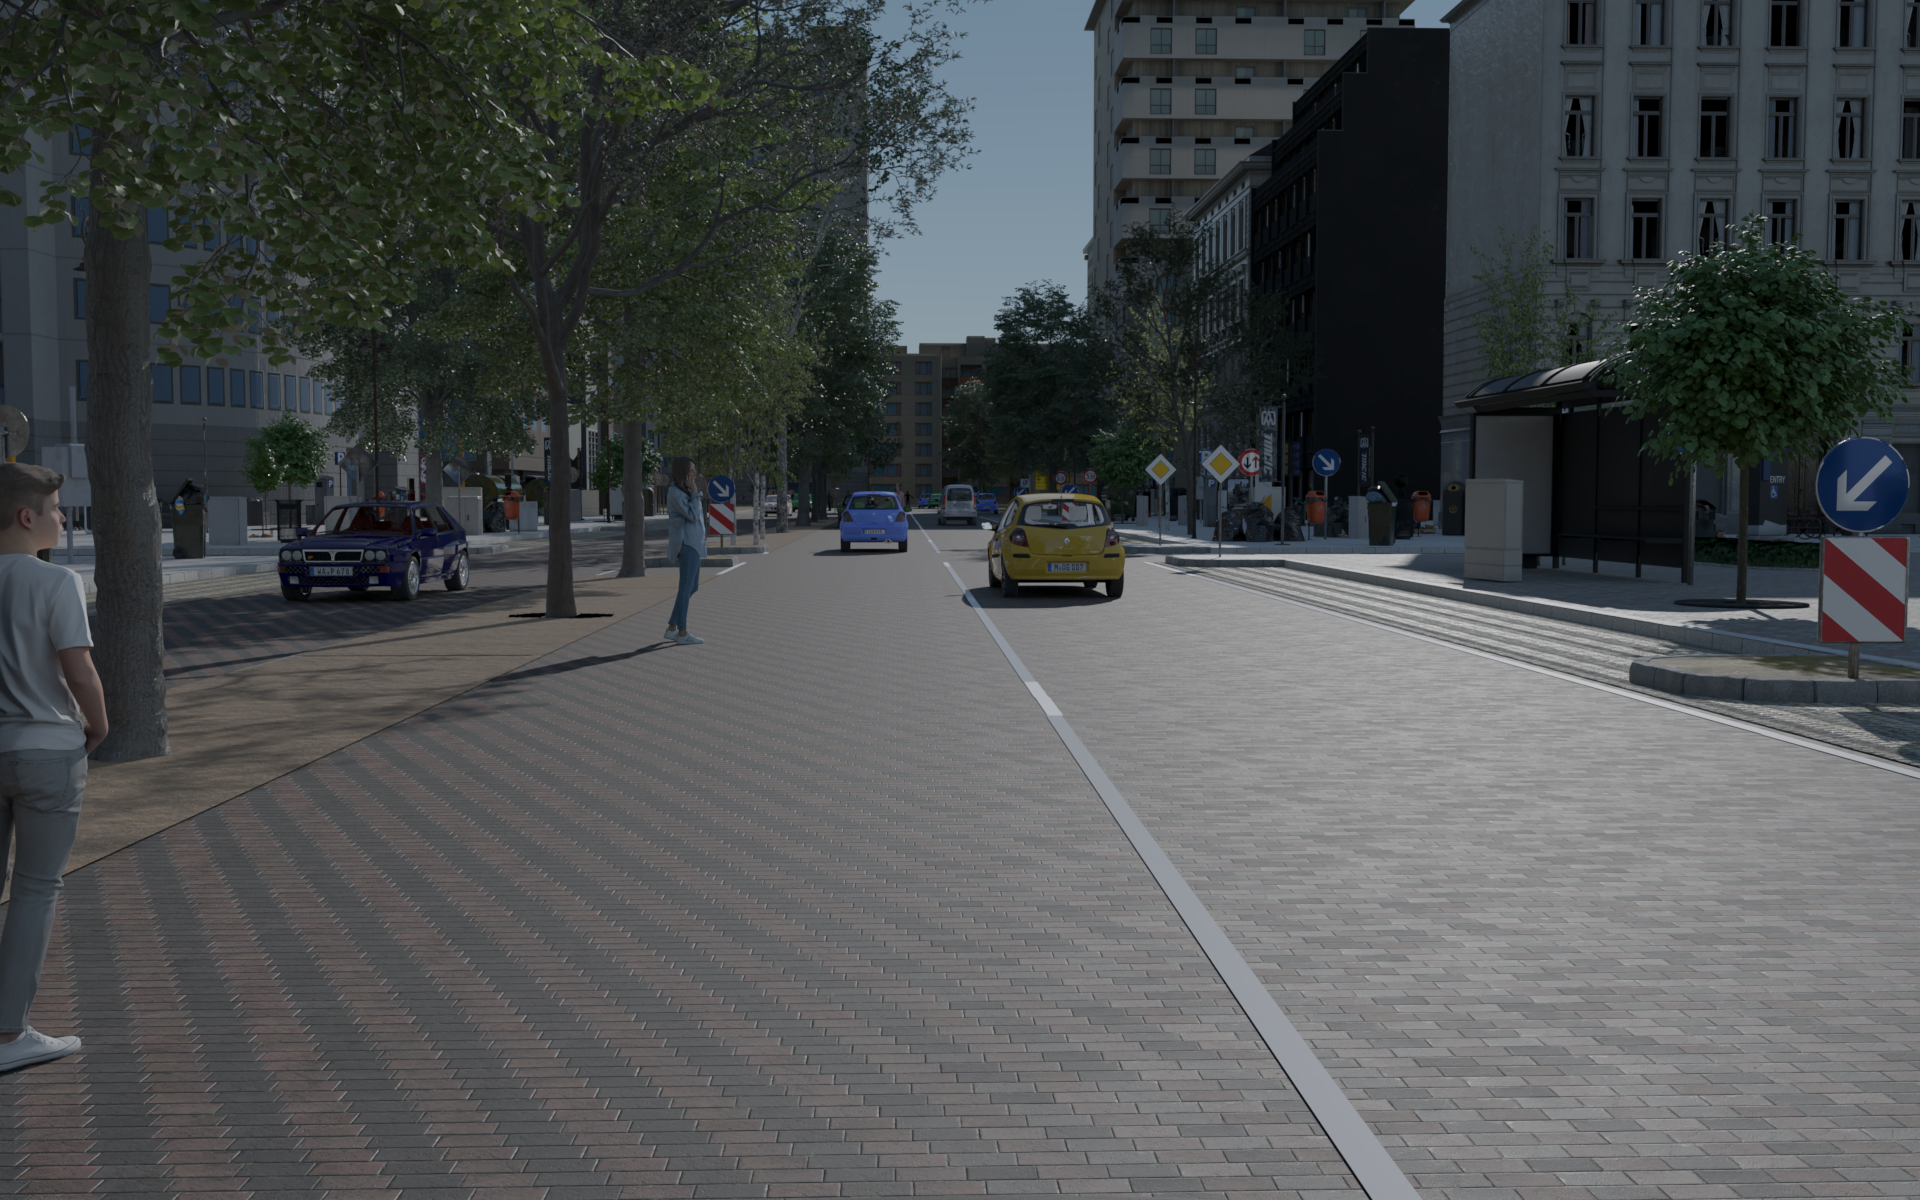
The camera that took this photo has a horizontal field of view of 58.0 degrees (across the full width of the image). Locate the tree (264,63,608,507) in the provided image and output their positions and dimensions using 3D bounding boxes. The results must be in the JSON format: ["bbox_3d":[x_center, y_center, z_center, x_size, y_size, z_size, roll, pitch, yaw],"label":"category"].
[{"bbox_3d":[-15.286,-8.795,50.460,9.857,13.997,8.962,0,3,0],"label":"tree"}]

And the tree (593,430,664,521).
[{"bbox_3d":[-15.903,-6.072,82.995,4.285,4.588,4.351,0,3,0],"label":"tree"}]

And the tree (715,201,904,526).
[{"bbox_3d":[-6.932,-10.210,76.042,9.857,13.997,8.962,0,3,0],"label":"tree"}]

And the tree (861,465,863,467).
[{"bbox_3d":[-8.380,-11.278,104.972,7.486,12.596,7.792,0,3,0],"label":"tree"}]

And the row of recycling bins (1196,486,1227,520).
[{"bbox_3d":[13.131,-4.923,87.602,1.069,1.692,3.534,3,4,38],"label":"row of recycling bins"}]

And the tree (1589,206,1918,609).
[{"bbox_3d":[8.974,-2.216,19.952,4.285,4.588,4.351,0,3,0],"label":"tree"}]

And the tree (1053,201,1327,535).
[{"bbox_3d":[7.312,-7.356,54.675,8.767,10.594,7.601,0,4,-4],"label":"tree"}]

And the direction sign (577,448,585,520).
[{"bbox_3d":[-18.511,-5.660,84.543,0.379,3.537,0.876,-2,4,-30],"label":"direction sign"}]

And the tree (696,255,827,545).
[{"bbox_3d":[-5.774,-5.870,48.797,4.360,8.622,3.978,0,3,0],"label":"tree"}]

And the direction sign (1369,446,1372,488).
[{"bbox_3d":[19.166,-5.443,80.983,0.379,3.537,0.876,2,4,25],"label":"direction sign"}]

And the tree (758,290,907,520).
[{"bbox_3d":[-7.776,-10.819,96.351,9.611,12.733,9.660,0,3,0],"label":"tree"}]

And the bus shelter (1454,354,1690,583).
[{"bbox_3d":[9.651,-2.041,27.288,2.014,3.302,5.546,0,4,-2],"label":"bus shelter"}]

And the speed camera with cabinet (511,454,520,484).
[{"bbox_3d":[-22.676,-5.541,84.934,2.038,3.252,0.660,0,4,3],"label":"speed camera with cabinet"}]

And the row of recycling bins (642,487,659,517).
[{"bbox_3d":[-20.306,-6.477,113.015,1.069,1.692,3.534,0,4,-3],"label":"row of recycling bins"}]

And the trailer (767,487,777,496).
[{"bbox_3d":[-16.158,-8.712,149.485,1.471,1.999,3.904,0,4,-4],"label":"trailer"}]

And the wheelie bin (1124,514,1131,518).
[{"bbox_3d":[8.684,-5.149,92.095,0.693,1.594,0.980,-2,4,-32],"label":"wheelie bin"}]

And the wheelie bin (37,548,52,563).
[{"bbox_3d":[-15.153,-1.239,28.173,0.693,1.594,0.980,2,4,33],"label":"wheelie bin"}]

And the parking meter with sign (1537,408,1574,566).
[{"bbox_3d":[10.056,-2.134,31.156,1.738,3.016,0.543,0,4,3],"label":"parking meter with sign"}]

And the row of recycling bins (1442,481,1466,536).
[{"bbox_3d":[16.120,-2.780,52.560,1.069,1.692,3.534,-2,4,-33],"label":"row of recycling bins"}]

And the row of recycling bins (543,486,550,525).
[{"bbox_3d":[-16.836,-3.990,72.345,1.069,1.692,3.534,-1,4,-16],"label":"row of recycling bins"}]

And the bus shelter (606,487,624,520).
[{"bbox_3d":[-16.938,-5.795,88.672,2.014,3.302,5.546,0,4,-2],"label":"bus shelter"}]

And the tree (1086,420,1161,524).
[{"bbox_3d":[7.132,-5.599,75.257,4.285,4.588,4.351,0,3,0],"label":"tree"}]

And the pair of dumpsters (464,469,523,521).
[{"bbox_3d":[-17.507,-3.798,64.593,1.574,2.255,4.437,0,4,-2],"label":"pair of dumpsters"}]

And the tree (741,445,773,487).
[{"bbox_3d":[-19.963,-14.877,177.645,8.767,10.594,7.601,3,4,38],"label":"tree"}]

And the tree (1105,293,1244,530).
[{"bbox_3d":[7.346,-6.812,61.733,4.360,8.622,3.978,0,3,0],"label":"tree"}]

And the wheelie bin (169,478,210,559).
[{"bbox_3d":[-15.341,-1.627,34.516,0.693,1.594,0.980,-1,4,-17],"label":"wheelie bin"}]

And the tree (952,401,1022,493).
[{"bbox_3d":[3.063,-13.746,159.155,8.767,10.594,7.601,2,4,34],"label":"tree"}]

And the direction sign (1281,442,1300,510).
[{"bbox_3d":[14.277,-5.069,74.881,0.876,3.537,0.379,-1,4,-13],"label":"direction sign"}]

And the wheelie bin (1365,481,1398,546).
[{"bbox_3d":[10.483,-2.154,43.129,0.693,1.594,0.980,2,4,26],"label":"wheelie bin"}]

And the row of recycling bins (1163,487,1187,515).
[{"bbox_3d":[13.102,-6.015,105.464,1.069,1.692,3.534,1,4,21],"label":"row of recycling bins"}]

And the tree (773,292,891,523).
[{"bbox_3d":[-7.204,-9.684,86.547,9.928,11.665,9.643,0,3,0],"label":"tree"}]

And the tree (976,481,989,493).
[{"bbox_3d":[2.513,-12.231,194.582,1.663,3.219,1.824,0,3,0],"label":"tree"}]

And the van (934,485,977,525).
[{"bbox_3d":[-0.149,-4.493,80.474,2.013,2.044,4.112,0,4,-4],"label":"van"}]

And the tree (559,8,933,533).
[{"bbox_3d":[-7.777,-12.566,63.799,12.611,20.169,13.585,0,3,0],"label":"tree"}]

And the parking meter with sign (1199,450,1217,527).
[{"bbox_3d":[9.766,-4.379,67.851,0.543,3.016,1.738,0,4,-1],"label":"parking meter with sign"}]

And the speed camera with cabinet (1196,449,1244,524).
[{"bbox_3d":[11.274,-4.937,75.059,2.038,3.252,0.660,2,4,35],"label":"speed camera with cabinet"}]

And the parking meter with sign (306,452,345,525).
[{"bbox_3d":[-26.374,-4.624,71.858,1.738,3.016,0.543,1,4,19],"label":"parking meter with sign"}]

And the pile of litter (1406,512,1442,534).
[{"bbox_3d":[14.791,-2.553,55.701,1.719,0.858,1.176,0,4,4],"label":"pile of litter"}]

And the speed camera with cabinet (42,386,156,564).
[{"bbox_3d":[-16.188,-2.341,32.609,0.660,3.252,2.038,2,4,24],"label":"speed camera with cabinet"}]

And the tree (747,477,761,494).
[{"bbox_3d":[-20.075,-10.798,171.153,1.663,3.219,1.824,0,3,0],"label":"tree"}]

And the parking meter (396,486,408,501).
[{"bbox_3d":[-18.260,-2.952,56.684,0.372,1.533,0.369,0,3,0],"label":"parking meter"}]

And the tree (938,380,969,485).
[{"bbox_3d":[2.204,-17.097,186.195,9.857,13.997,8.962,0,3,0],"label":"tree"}]

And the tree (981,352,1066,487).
[{"bbox_3d":[5.198,-13.277,135.198,7.486,12.596,7.792,0,3,0],"label":"tree"}]

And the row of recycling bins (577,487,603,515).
[{"bbox_3d":[-23.519,-6.026,105.633,3.534,1.692,1.069,0,4,-1],"label":"row of recycling bins"}]

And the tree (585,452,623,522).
[{"bbox_3d":[-16.197,-5.187,79.416,1.663,3.219,1.824,0,3,0],"label":"tree"}]

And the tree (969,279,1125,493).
[{"bbox_3d":[5.560,-11.963,102.253,9.857,13.997,8.962,0,3,0],"label":"tree"}]
